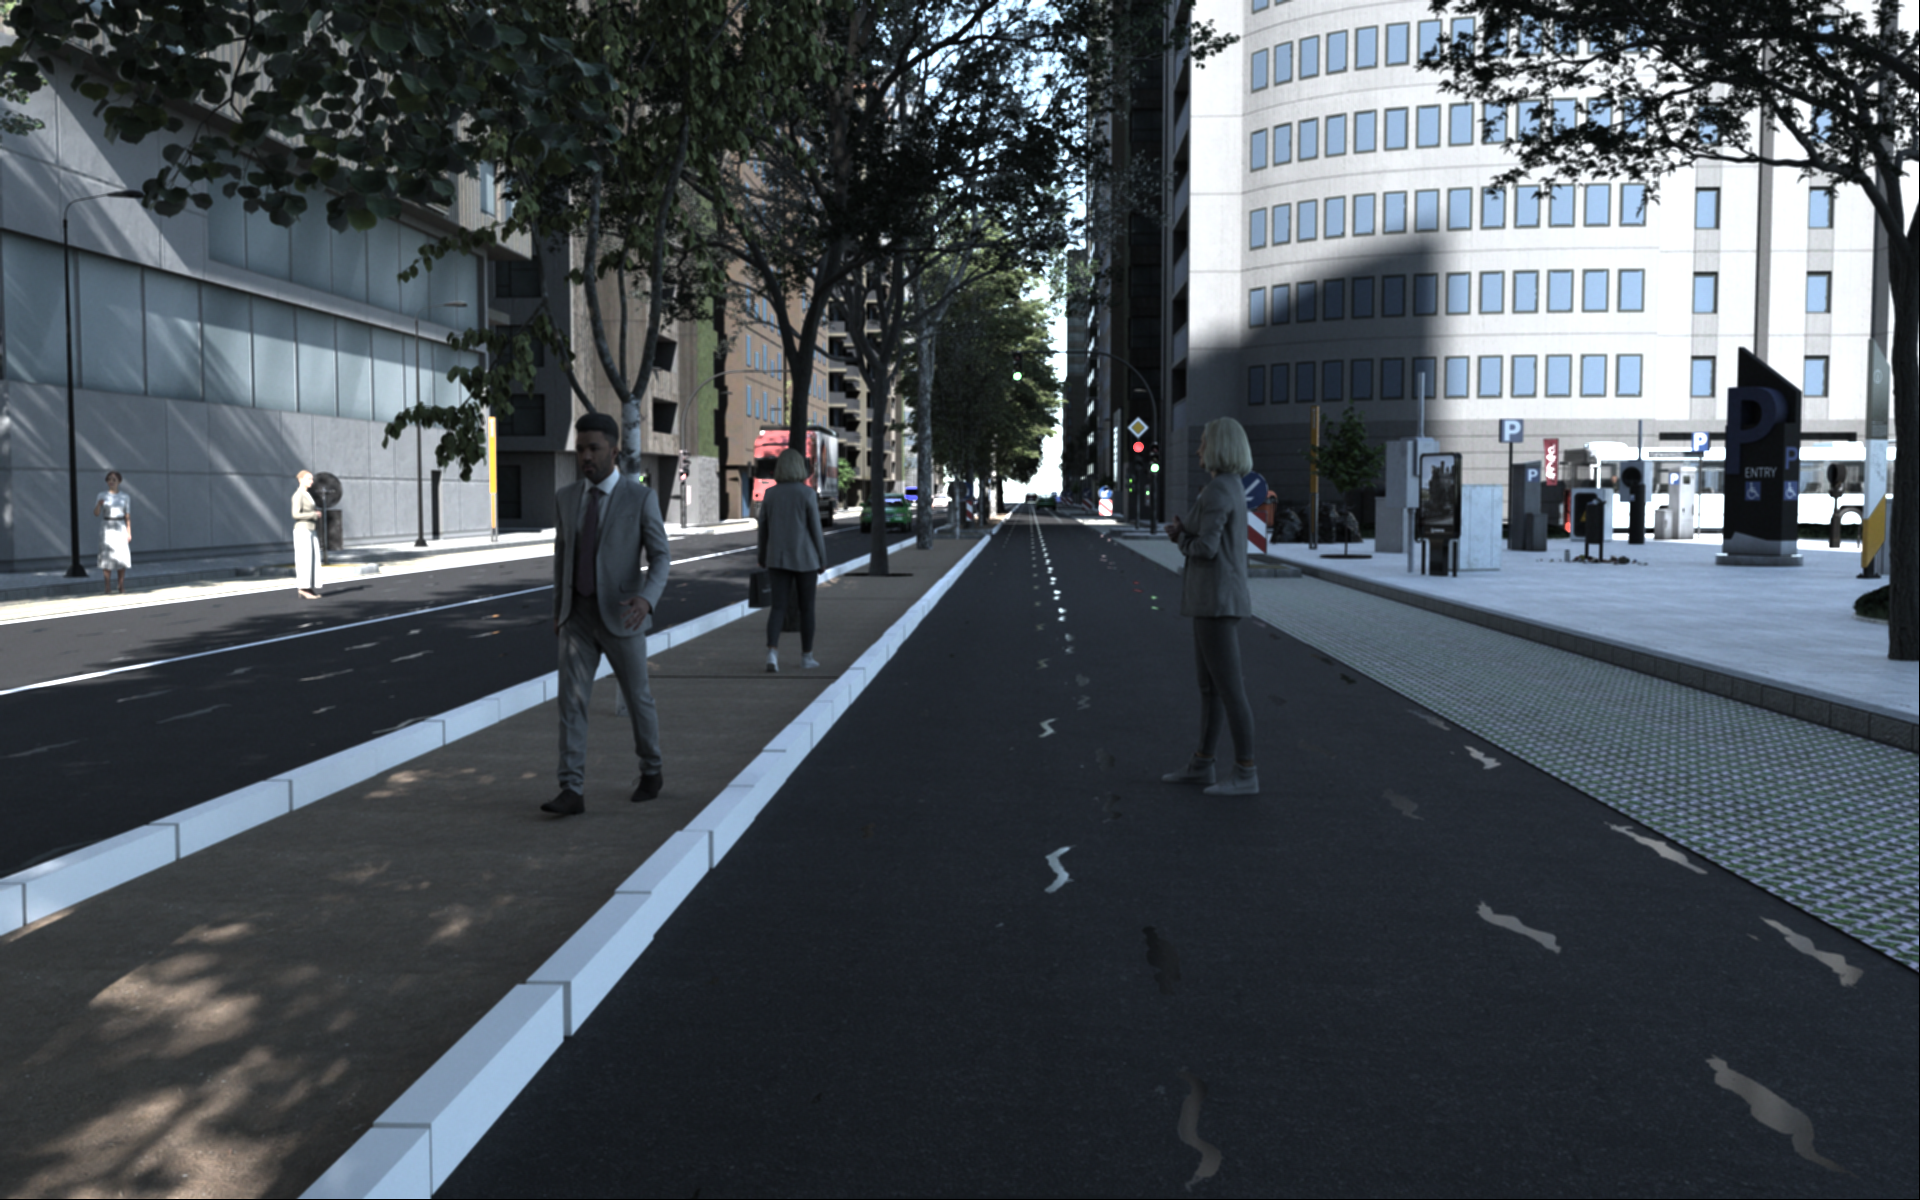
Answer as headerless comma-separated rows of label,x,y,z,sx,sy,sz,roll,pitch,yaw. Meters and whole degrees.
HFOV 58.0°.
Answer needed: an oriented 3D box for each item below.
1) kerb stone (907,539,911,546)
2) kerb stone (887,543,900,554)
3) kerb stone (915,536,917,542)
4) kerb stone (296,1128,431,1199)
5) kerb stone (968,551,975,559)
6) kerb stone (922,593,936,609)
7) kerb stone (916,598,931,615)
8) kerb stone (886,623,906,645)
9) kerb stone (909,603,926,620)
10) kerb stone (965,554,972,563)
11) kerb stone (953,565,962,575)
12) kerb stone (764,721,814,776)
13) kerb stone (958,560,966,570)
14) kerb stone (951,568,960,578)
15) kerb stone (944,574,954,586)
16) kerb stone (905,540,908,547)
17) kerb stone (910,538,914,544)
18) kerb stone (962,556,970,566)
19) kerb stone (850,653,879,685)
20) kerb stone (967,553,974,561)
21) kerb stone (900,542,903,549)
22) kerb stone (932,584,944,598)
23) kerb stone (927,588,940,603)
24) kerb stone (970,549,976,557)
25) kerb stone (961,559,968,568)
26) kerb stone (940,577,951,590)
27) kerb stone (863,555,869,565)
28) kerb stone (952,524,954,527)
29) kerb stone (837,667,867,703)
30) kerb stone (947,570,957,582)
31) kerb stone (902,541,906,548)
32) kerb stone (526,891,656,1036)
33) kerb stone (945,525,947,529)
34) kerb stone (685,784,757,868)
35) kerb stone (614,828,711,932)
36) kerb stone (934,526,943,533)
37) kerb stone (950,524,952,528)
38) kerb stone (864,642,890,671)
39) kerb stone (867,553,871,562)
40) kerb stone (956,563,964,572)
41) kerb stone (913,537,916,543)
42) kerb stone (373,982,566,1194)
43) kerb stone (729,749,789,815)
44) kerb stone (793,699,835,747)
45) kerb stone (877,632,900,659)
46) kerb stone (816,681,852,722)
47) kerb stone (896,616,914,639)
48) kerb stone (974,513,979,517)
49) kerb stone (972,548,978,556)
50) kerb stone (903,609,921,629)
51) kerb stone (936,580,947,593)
kerb stone,-1.494,-1.528,47.203,0.120,0.150,1.000,0,4,2
kerb stone,-1.658,-1.278,43.096,0.120,0.150,1.000,0,4,2
kerb stone,-1.373,-1.717,50.277,0.120,0.150,1.000,0,4,2
kerb stone,-1.154,1.175,3.014,0.120,0.150,1.000,0,4,2
kerb stone,0.195,-0.897,36.869,0.120,0.150,1.000,0,4,2
kerb stone,-0.414,0.043,21.499,0.120,0.150,1.000,0,4,2
kerb stone,-0.459,0.109,20.469,0.120,0.150,1.000,0,4,2
kerb stone,-0.626,0.357,16.361,0.120,0.150,1.000,0,4,2
kerb stone,-0.505,0.169,19.433,0.120,0.150,1.000,0,4,2
kerb stone,0.116,-0.772,34.818,0.120,0.150,1.000,0,4,2
kerb stone,-0.091,-0.455,29.703,0.120,0.150,1.000,0,4,2
kerb stone,-0.912,0.795,9.190,0.120,0.150,1.000,0,4,2
kerb stone,-0.010,-0.584,31.747,0.120,0.150,1.000,0,4,2
kerb stone,-0.130,-0.393,28.682,0.120,0.150,1.000,0,4,2
kerb stone,-0.210,-0.263,26.619,0.120,0.150,1.000,0,4,2
kerb stone,-1.538,-1.462,46.175,0.120,0.150,1.000,0,4,2
kerb stone,-1.452,-1.592,48.232,0.120,0.150,1.000,0,4,2
kerb stone,0.073,-0.710,33.797,0.120,0.150,1.000,0,4,2
kerb stone,-0.741,0.545,13.287,0.120,0.150,1.000,0,4,2
kerb stone,0.154,-0.835,35.845,0.120,0.150,1.000,0,4,2
kerb stone,-1.612,-1.341,44.125,0.120,0.150,1.000,0,4,2
kerb stone,-0.342,-0.079,23.552,0.120,0.150,1.000,0,4,2
kerb stone,-0.374,-0.020,22.525,0.120,0.150,1.000,0,4,2
kerb stone,0.230,-0.960,37.891,0.120,0.150,1.000,0,4,2
kerb stone,0.024,-0.641,32.770,0.120,0.150,1.000,0,4,2
kerb stone,-0.260,-0.208,25.597,0.120,0.150,1.000,0,4,2
kerb stone,-1.984,-0.773,34.909,0.120,0.150,1.000,0,4,2
kerb stone,-0.457,-3.128,73.343,0.120,0.150,1.000,0,4,2
kerb stone,-0.784,0.616,12.258,0.120,0.150,1.000,0,4,2
kerb stone,-0.169,-0.333,27.652,0.120,0.150,1.000,0,4,2
kerb stone,-1.566,-1.404,45.146,0.120,0.150,1.000,0,4,2
kerb stone,-1.067,1.050,5.075,0.120,0.150,1.000,0,4,2
kerb stone,-0.701,-2.753,67.213,0.120,0.150,1.000,0,4,2
kerb stone,-0.983,0.926,7.126,0.120,0.150,1.000,0,4,2
kerb stone,-1.037,0.985,6.096,0.120,0.150,1.000,0,4,2
kerb stone,-0.817,-2.565,64.141,0.120,0.150,1.000,0,4,2
kerb stone,-0.534,-3.003,71.300,0.120,0.150,1.000,0,4,2
kerb stone,-0.702,0.482,14.310,0.120,0.150,1.000,0,4,2
kerb stone,-1.951,-0.835,35.932,0.120,0.150,1.000,0,4,2
kerb stone,-0.050,-0.515,30.725,0.120,0.150,1.000,0,4,2
kerb stone,-1.413,-1.655,49.255,0.120,0.150,1.000,0,4,2
kerb stone,-1.118,1.111,4.035,0.120,0.150,1.000,0,4,2
kerb stone,-0.949,0.864,8.159,0.120,0.150,1.000,0,4,2
kerb stone,-0.869,0.734,10.212,0.120,0.150,1.000,0,4,2
kerb stone,-0.654,0.422,15.332,0.120,0.150,1.000,0,4,2
kerb stone,-0.828,0.671,11.236,0.120,0.150,1.000,0,4,2
kerb stone,-0.578,0.294,17.387,0.120,0.150,1.000,0,4,2
kerb stone,1.172,-5.631,114.328,0.120,0.150,1.000,0,4,2
kerb stone,0.281,-1.022,38.912,0.120,0.150,1.000,0,4,2
kerb stone,-0.538,0.234,18.412,0.120,0.150,1.000,0,4,2
kerb stone,-0.300,-0.143,24.573,0.120,0.150,1.000,0,4,2
